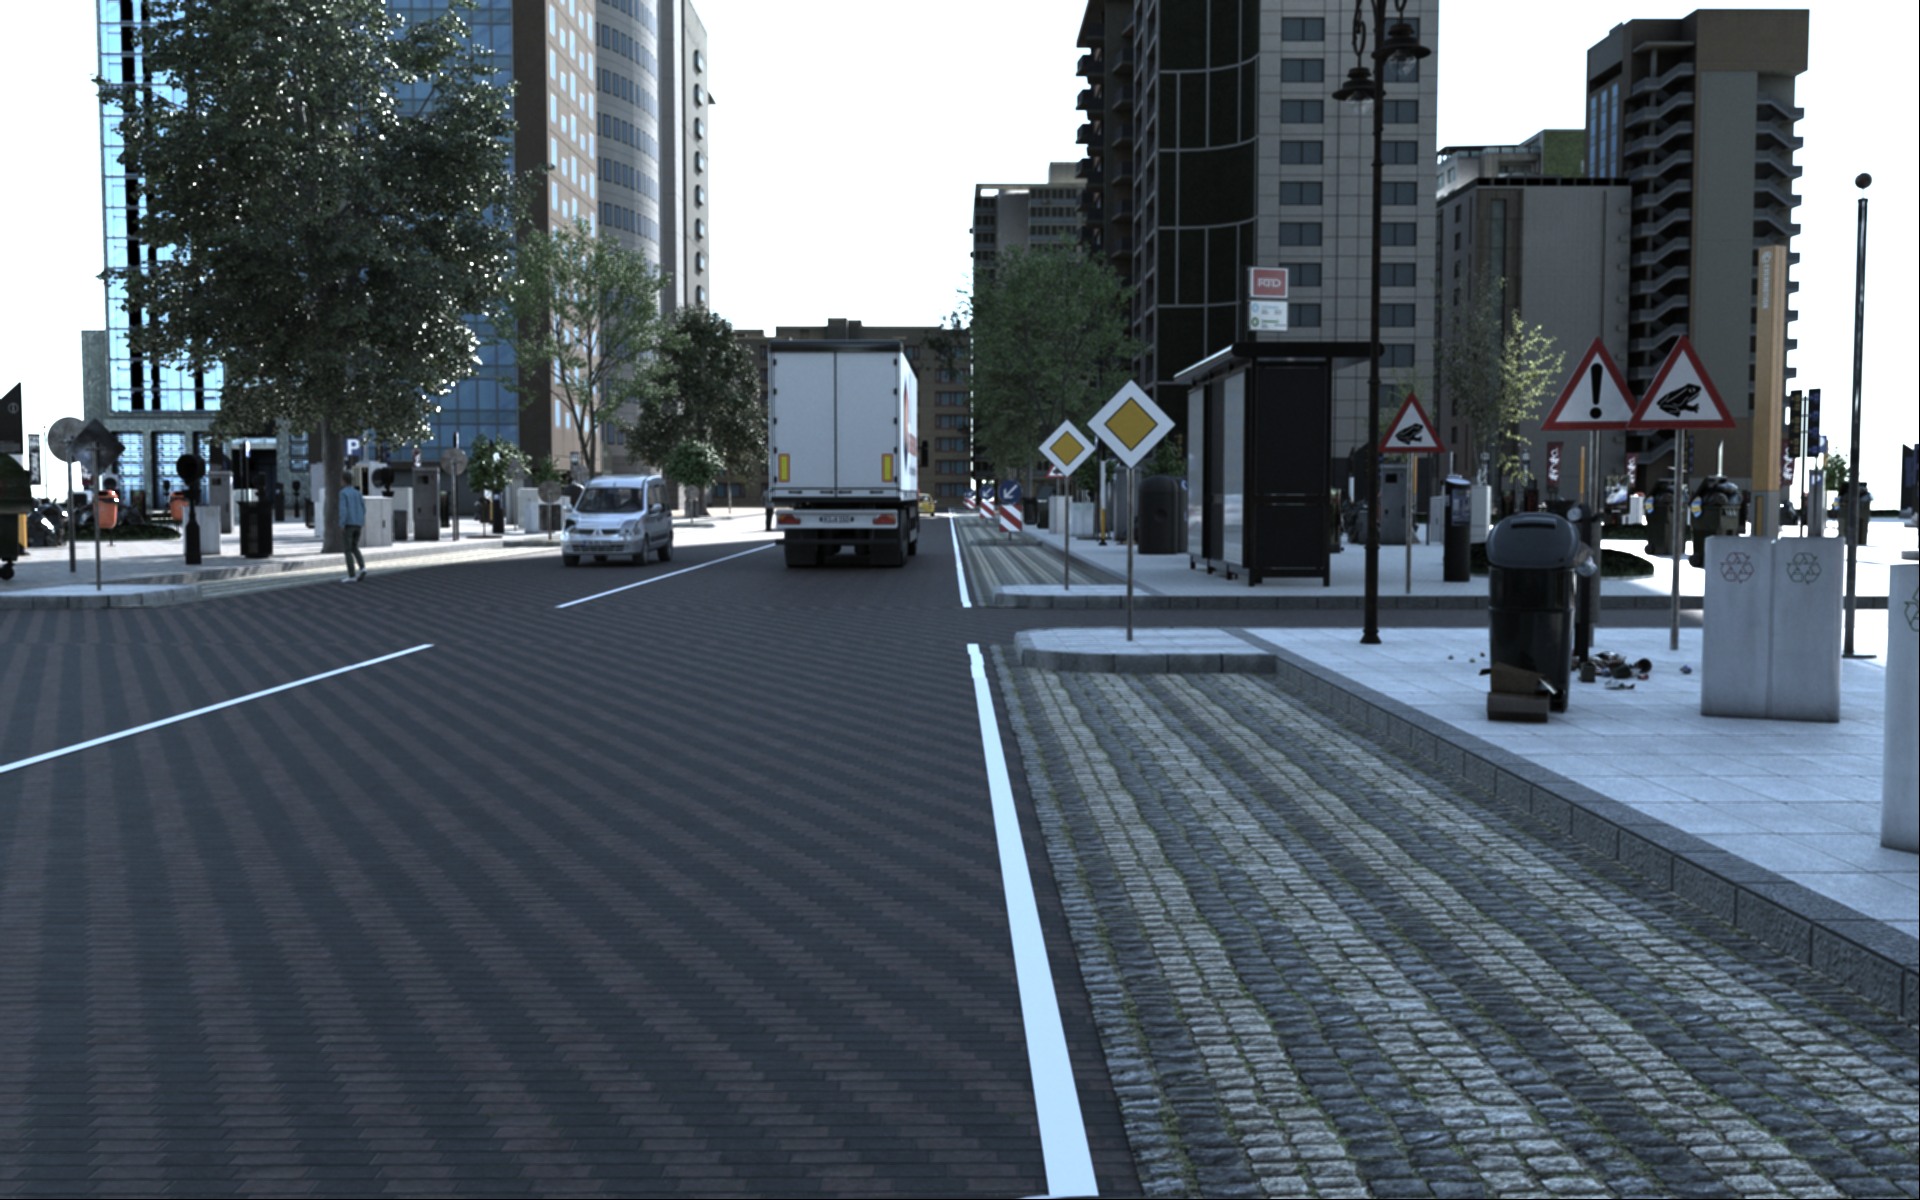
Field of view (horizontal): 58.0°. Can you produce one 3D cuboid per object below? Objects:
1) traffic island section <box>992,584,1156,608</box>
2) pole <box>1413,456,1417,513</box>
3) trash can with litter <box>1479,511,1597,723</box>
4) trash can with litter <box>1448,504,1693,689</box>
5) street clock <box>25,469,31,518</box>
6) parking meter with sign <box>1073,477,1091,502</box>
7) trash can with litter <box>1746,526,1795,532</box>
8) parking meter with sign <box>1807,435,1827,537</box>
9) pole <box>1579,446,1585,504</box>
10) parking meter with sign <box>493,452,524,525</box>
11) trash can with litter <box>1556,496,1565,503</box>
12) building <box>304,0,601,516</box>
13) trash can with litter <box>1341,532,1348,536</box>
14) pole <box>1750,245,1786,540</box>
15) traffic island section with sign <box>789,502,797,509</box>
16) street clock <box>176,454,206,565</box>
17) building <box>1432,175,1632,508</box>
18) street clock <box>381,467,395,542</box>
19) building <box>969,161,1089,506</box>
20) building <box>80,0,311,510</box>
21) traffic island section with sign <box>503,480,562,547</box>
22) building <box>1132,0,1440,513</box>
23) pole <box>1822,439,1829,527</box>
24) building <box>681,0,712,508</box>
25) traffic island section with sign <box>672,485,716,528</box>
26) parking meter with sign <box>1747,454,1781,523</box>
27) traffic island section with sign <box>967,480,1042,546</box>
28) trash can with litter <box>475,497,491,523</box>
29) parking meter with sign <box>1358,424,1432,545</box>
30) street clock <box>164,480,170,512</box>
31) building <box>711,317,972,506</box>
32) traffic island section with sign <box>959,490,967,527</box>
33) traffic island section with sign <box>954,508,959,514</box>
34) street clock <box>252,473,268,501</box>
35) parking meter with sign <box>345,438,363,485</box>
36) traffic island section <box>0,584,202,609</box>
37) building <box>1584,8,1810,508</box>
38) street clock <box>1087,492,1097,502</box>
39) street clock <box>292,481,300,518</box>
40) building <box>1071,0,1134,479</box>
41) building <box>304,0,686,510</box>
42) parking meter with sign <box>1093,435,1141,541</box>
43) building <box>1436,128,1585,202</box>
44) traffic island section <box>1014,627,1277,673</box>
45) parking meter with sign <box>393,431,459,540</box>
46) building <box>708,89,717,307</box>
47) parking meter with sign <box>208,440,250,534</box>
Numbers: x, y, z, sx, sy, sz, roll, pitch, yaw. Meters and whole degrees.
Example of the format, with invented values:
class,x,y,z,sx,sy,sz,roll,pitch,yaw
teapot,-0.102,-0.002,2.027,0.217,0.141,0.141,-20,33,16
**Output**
class,x,y,z,sx,sy,sz,roll,pitch,yaw
traffic island section,1.447,-0.055,23.173,2.009,0.180,2.903,0,4,0
pole,24.090,-5.987,91.727,0.158,3.312,0.155,0,3,0
trash can with litter,3.368,0.079,10.093,0.624,1.170,1.055,1,4,21
trash can with litter,4.394,-0.085,12.449,1.678,1.210,2.233,1,4,15
street clock,-27.337,-2.812,50.548,0.358,2.002,0.471,0,3,0
parking meter with sign,4.602,-3.736,57.341,1.738,3.016,0.543,0,4,0
trash can with litter,27.643,-2.931,58.979,1.678,1.210,2.233,1,4,19
parking meter with sign,25.663,-3.399,51.834,0.543,3.016,1.738,2,4,30
pole,26.457,-4.882,73.671,0.158,3.312,0.155,0,3,0
parking meter with sign,-18.712,-4.686,72.872,1.738,3.016,0.543,-3,5,-44
trash can with litter,31.219,-4.762,89.246,0.624,1.170,1.055,-3,5,-41
building,-30.412,-27.846,105.392,14.600,45.320,14.200,0,4,0
trash can with litter,11.090,-2.588,53.366,2.233,1.210,1.678,0,4,5
pole,6.682,-1.254,14.344,0.158,3.312,0.155,0,3,0
traffic island section with sign,-11.950,-7.108,124.839,1.989,1.847,2.006,0,4,0
street clock,-13.965,-1.647,31.499,0.471,2.002,0.358,1,4,17
building,52.383,-23.778,160.469,14.107,30.474,14.160,0,4,0
street clock,-15.322,-2.559,46.411,0.358,2.002,0.471,0,4,-2
building,13.150,-31.379,204.932,23.993,40.220,32.217,0,4,0
building,-60.685,-51.347,152.187,31.000,86.520,22.319,0,4,0
traffic island section with sign,-11.355,-2.389,47.685,1.989,1.847,2.006,0,4,0
building,21.723,-42.040,125.607,20.563,71.187,20.611,0,4,0
pole,32.324,-4.335,64.721,0.158,3.312,0.155,0,3,0
building,-34.358,-32.499,155.062,21.600,48.544,21.300,0,4,0
traffic island section with sign,-11.561,-4.037,74.640,1.989,1.847,2.006,0,4,0
parking meter with sign,35.154,-4.869,75.875,0.543,3.016,1.738,-1,4,-8
traffic island section with sign,1.269,-2.422,48.223,1.989,1.847,2.006,0,4,0
trash can with litter,-20.854,-3.983,76.512,0.624,1.170,1.055,2,4,29
parking meter with sign,10.938,-2.893,43.569,1.738,3.016,0.543,1,4,21
street clock,-40.454,-5.126,88.377,0.358,2.002,0.471,-1,4,-14
building,-13.283,-21.941,203.777,28.899,21.520,27.650,0,4,0
traffic island section with sign,1.058,-4.102,75.688,1.989,1.847,2.006,0,4,0
traffic island section with sign,0.682,-7.119,125.021,1.989,1.847,2.006,0,4,0
street clock,-27.384,-3.862,67.707,0.471,2.002,0.358,-2,4,-29
parking meter with sign,-18.899,-3.487,53.278,0.543,3.016,1.738,0,4,0
traffic island section,-11.494,-0.049,23.080,2.009,0.180,2.903,0,4,0
building,66.547,-31.102,158.627,14.200,45.320,14.600,0,4,0
street clock,4.299,-3.167,56.350,0.358,2.002,0.471,-3,4,-37
street clock,-36.235,-5.506,94.600,0.358,2.002,0.471,0,4,4
building,21.449,-30.366,151.104,22.147,44.769,28.867,0,4,0
building,-32.902,-35.754,126.578,21.231,58.520,28.212,0,4,0
parking meter with sign,4.556,-3.103,46.997,1.738,3.016,0.543,0,4,-6
building,61.874,-31.395,196.900,14.086,41.232,14.154,0,4,0
traffic island section,1.507,0.434,15.188,2.009,0.180,2.903,0,4,0
parking meter with sign,-14.883,-3.181,48.270,1.738,3.016,0.543,-1,4,-12
building,-41.748,-37.526,202.792,27.495,52.752,28.713,0,4,0
parking meter with sign,-24.028,-3.671,56.288,1.738,3.016,0.543,-1,4,-9
